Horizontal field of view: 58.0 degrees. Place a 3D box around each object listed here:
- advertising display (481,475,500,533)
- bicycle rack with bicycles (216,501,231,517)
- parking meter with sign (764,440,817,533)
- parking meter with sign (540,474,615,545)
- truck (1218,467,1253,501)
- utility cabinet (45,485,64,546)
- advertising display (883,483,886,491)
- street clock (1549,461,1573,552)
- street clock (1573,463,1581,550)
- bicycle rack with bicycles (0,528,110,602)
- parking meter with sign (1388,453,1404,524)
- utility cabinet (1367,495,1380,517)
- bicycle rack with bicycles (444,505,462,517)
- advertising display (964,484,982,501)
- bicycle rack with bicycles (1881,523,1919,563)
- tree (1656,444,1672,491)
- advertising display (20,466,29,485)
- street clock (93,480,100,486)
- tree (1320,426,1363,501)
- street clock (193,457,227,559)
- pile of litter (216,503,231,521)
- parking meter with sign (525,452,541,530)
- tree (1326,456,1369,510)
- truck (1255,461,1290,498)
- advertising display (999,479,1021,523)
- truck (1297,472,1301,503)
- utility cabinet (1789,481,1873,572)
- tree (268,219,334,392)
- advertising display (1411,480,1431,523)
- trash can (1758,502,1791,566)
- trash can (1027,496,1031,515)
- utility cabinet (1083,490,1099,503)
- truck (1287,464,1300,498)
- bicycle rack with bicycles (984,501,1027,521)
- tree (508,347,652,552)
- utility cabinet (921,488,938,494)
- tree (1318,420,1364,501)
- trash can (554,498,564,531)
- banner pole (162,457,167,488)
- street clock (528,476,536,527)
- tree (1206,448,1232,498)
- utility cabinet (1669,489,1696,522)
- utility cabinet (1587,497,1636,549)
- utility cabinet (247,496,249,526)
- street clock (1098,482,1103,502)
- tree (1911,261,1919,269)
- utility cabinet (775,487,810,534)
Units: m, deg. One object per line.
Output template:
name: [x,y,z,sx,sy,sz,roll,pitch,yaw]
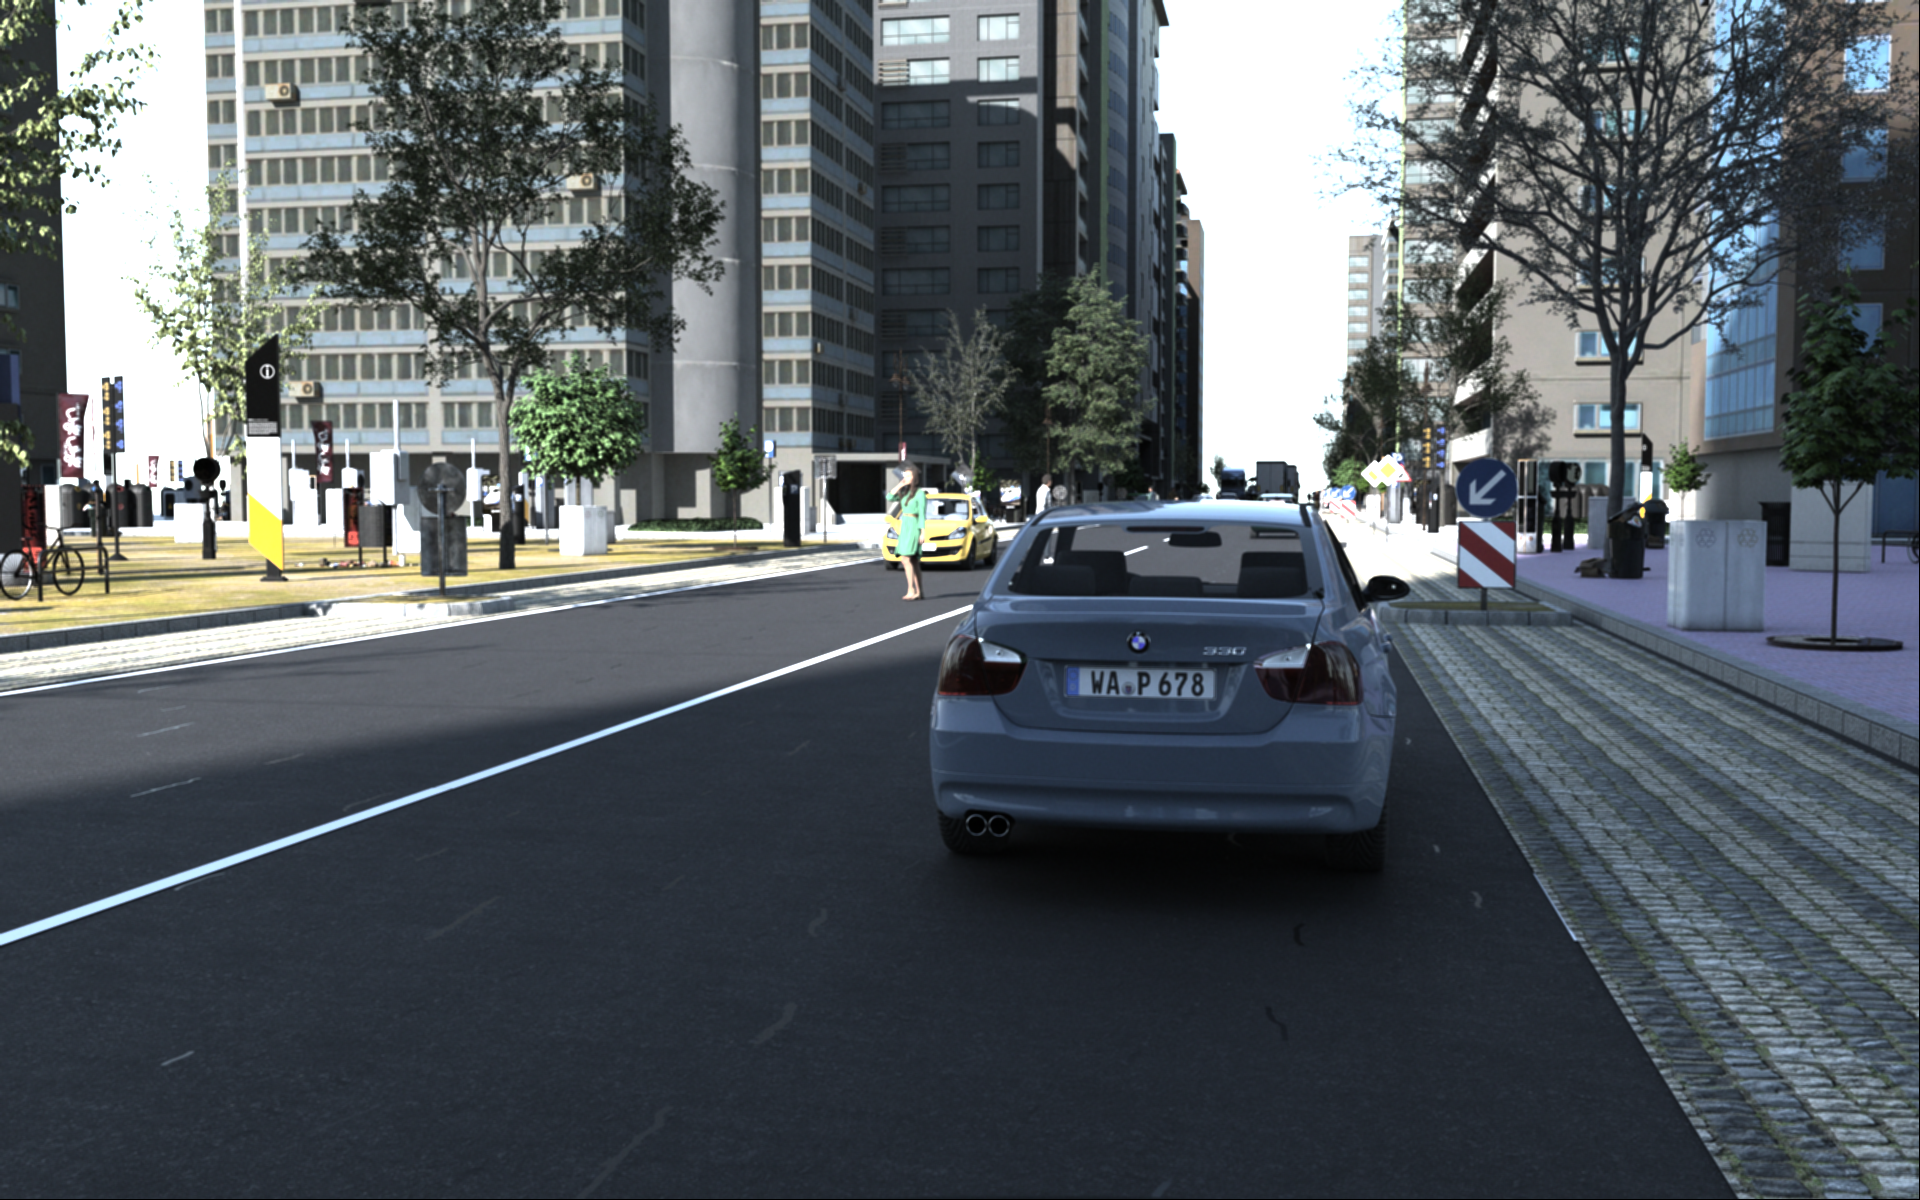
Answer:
advertising display: [-15.436,-3.209,57.682,0.974,1.923,0.123,-1,4,-23]
bicycle rack with bicycles: [-39.331,-4.782,91.572,2.925,0.926,2.852,-2,4,-25]
parking meter with sign: [-5.537,-3.711,56.933,1.738,3.016,0.543,-3,5,-39]
parking meter with sign: [-9.650,-2.914,43.898,1.738,3.016,0.543,-1,4,-22]
truck: [28.966,-11.689,180.876,2.967,4.110,18.799,1,4,12]
utility cabinet: [-22.579,-2.055,42.276,1.173,1.500,0.318,-1,4,-14]
advertising display: [-4.190,-5.921,102.024,0.974,1.923,0.123,0,4,4]
street clock: [13.174,-2.057,38.196,0.358,2.002,0.471,3,5,43]
street clock: [14.020,-2.158,39.854,0.471,2.002,0.358,-2,4,-24]
bicycle rack with bicycles: [-12.011,-0.485,21.319,2.852,0.926,2.925,0,4,-1]
parking meter with sign: [18.587,-4.756,74.024,0.543,3.016,1.738,0,4,8]
utility cabinet: [23.342,-5.271,97.341,0.306,1.237,1.020,-3,4,-36]
bicycle rack with bicycles: [-17.977,-2.762,58.546,2.852,0.926,2.925,0,4,3]
advertising display: [0.572,-4.286,75.287,0.974,1.923,0.123,3,5,44]
bicycle rack with bicycles: [18.316,-1.120,31.693,2.852,0.926,2.925,0,4,-5]
tree: [24.080,-3.854,57.621,1.663,3.219,1.824,0,3,0]
advertising display: [-17.468,-1.623,31.757,0.123,1.923,0.974,1,4,13]
street clock: [-47.058,-5.487,94.280,0.358,2.002,0.471,-2,4,-28]
tree: [39.620,-14.072,180.444,4.360,8.622,3.978,0,3,0]
street clock: [-14.800,-1.805,34.083,0.471,2.002,0.358,0,4,-2]
pile of litter: [-35.105,-4.169,82.126,1.176,0.858,1.719,2,4,31]
parking meter with sign: [-15.073,-4.082,63.001,0.543,3.016,1.738,1,4,20]
tree: [32.652,-9.798,143.908,4.285,4.588,4.351,0,3,0]
truck: [27.214,-9.906,150.880,2.839,4.237,11.283,1,4,12]
advertising display: [2.186,-4.306,75.625,0.974,1.923,0.123,-1,4,-15]
truck: [42.256,-14.271,222.250,2.839,4.237,11.283,1,4,12]
utility cabinet: [14.374,-1.218,28.587,1.173,1.500,0.318,3,5,45]
tree: [-16.253,-5.357,37.943,4.737,8.622,4.395,0,3,0]
advertising display: [20.538,-4.399,77.134,0.974,1.923,0.123,-2,4,-24]
trash can: [14.631,-1.177,30.898,0.748,1.137,0.748,0,3,0]
trash can: [3.904,-5.700,104.853,0.748,1.137,0.748,0,3,0]
utility cabinet: [7.881,-5.833,104.053,0.318,1.500,1.173,3,5,44]
truck: [31.724,-11.054,169.639,2.839,4.237,11.283,1,4,12]
bicycle rack with bicycles: [1.751,-4.327,84.126,2.925,0.926,2.852,-2,4,-29]
tree: [-8.623,-3.388,39.115,4.285,4.588,4.351,0,3,0]
utility cabinet: [-1.439,-3.494,65.807,1.173,1.500,0.318,0,4,-3]
tree: [38.047,-13.524,171.477,4.737,8.622,4.395,0,3,0]
trash can: [-13.906,-3.018,60.995,0.748,1.137,0.748,0,3,0]
banner pole: [-53.109,-7.686,115.690,0.863,3.779,0.401,3,5,44]
street clock: [-16.821,-3.893,68.227,0.471,2.002,0.358,-2,4,-28]
tree: [42.755,-20.340,282.913,4.737,8.622,4.395,0,3,0]
utility cabinet: [27.103,-3.441,64.935,1.173,1.500,0.318,-2,4,-32]
utility cabinet: [15.136,-1.778,40.236,1.020,1.237,0.306,2,4,24]
utility cabinet: [-28.755,-3.649,70.827,0.306,1.237,1.020,0,4,5]
street clock: [8.644,-6.240,106.595,0.358,2.002,0.471,1,4,22]
tree: [21.830,-5.202,35.408,4.737,8.622,4.395,0,3,0]
utility cabinet: [-5.313,-2.819,54.770,1.173,1.500,0.318,2,4,34]
